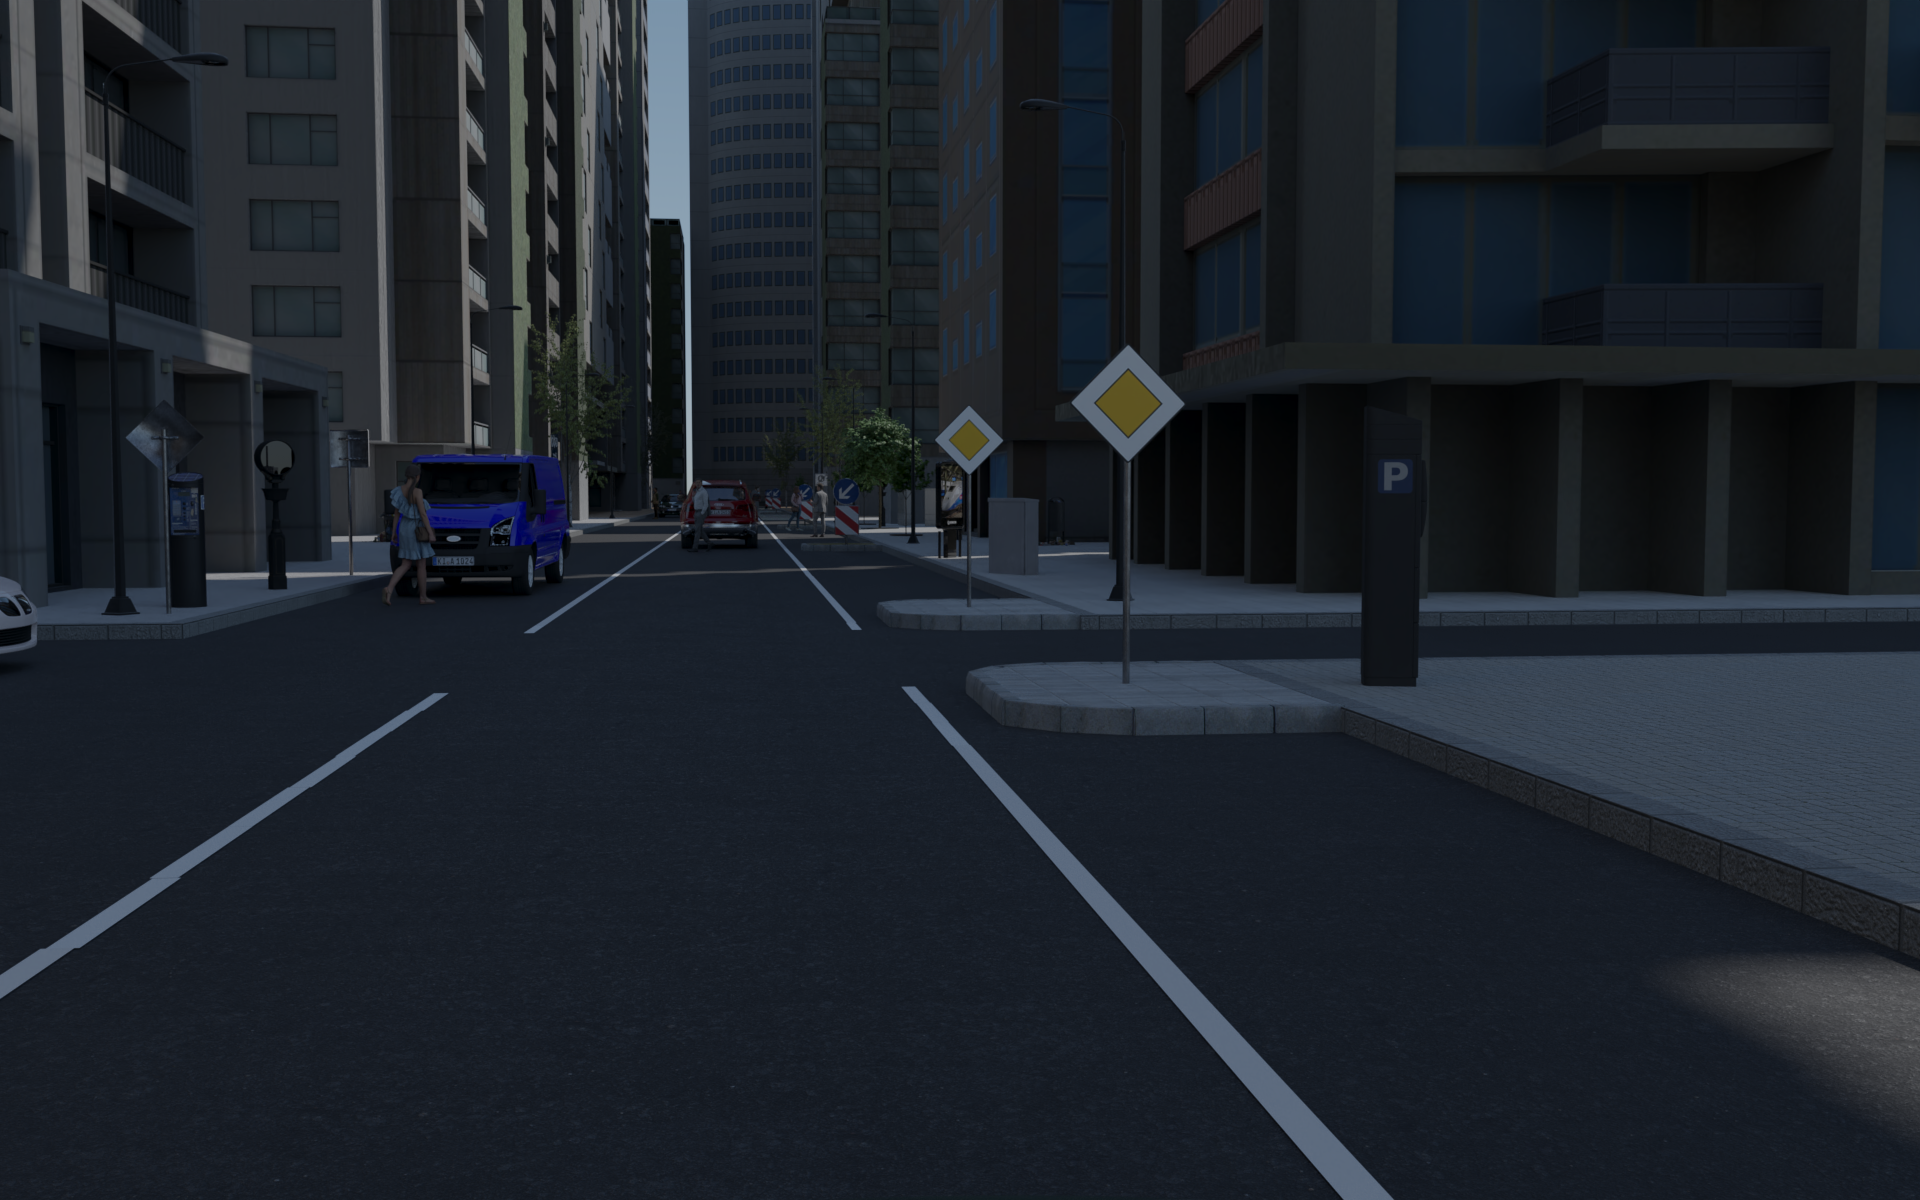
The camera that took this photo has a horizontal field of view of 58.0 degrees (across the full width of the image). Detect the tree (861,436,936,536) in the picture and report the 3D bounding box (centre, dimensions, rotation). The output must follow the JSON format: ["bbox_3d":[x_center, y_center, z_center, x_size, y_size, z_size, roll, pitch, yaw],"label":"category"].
[{"bbox_3d":[-1.741,-3.572,53.005,1.663,3.219,1.824,0,3,0],"label":"tree"}]

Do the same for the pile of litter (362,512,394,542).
[{"bbox_3d":[-15.140,-1.983,46.387,1.719,0.858,1.176,1,4,23],"label":"pile of litter"}]

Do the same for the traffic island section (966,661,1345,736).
[{"bbox_3d":[1.143,0.645,11.743,2.009,0.180,2.903,0,4,-7],"label":"traffic island section"}]

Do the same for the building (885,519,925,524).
[{"bbox_3d":[3.125,-18.916,80.977,14.160,30.474,14.107,0,4,-7],"label":"building"}]

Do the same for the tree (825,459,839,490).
[{"bbox_3d":[-5.156,-5.246,80.367,1.663,3.219,1.824,0,3,0],"label":"tree"}]

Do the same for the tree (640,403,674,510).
[{"bbox_3d":[-25.043,-11.520,138.706,4.360,8.622,3.978,0,3,0],"label":"tree"}]

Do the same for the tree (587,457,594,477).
[{"bbox_3d":[-21.013,-6.573,91.186,4.285,4.588,4.351,0,3,0],"label":"tree"}]

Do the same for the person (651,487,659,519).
[{"bbox_3d":[-17.548,-5.573,99.718,0.705,1.812,1.348,-1,4,-23],"label":"person"}]

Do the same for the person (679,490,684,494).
[{"bbox_3d":[-22.569,-8.057,140.674,0.683,1.767,0.568,-1,4,-17],"label":"person"}]

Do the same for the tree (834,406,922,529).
[{"bbox_3d":[-3.061,-4.923,64.213,4.285,4.588,4.351,0,3,0],"label":"tree"}]

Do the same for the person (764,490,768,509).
[{"bbox_3d":[-17.886,-9.287,160.297,0.705,1.831,1.348,1,4,13],"label":"person"}]

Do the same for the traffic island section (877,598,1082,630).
[{"bbox_3d":[0.122,0.160,19.663,2.009,0.180,2.903,0,4,-7],"label":"traffic island section"}]

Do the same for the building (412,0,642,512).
[{"bbox_3d":[-31.030,-27.106,126.772,14.154,41.232,14.086,0,4,-7],"label":"building"}]

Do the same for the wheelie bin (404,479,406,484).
[{"bbox_3d":[-11.833,-1.815,37.582,0.693,1.594,0.980,2,4,27],"label":"wheelie bin"}]

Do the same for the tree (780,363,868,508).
[{"bbox_3d":[-7.078,-8.943,96.576,4.737,8.622,4.395,0,3,0],"label":"tree"}]

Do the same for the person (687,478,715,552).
[{"bbox_3d":[-6.440,-2.098,42.897,0.850,1.850,0.679,-3,5,-40],"label":"person"}]

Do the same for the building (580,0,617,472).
[{"bbox_3d":[-35.450,-31.509,104.410,28.713,52.752,27.495,0,4,-7],"label":"building"}]

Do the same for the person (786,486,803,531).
[{"bbox_3d":[-6.458,-3.578,67.586,0.643,1.750,0.593,1,4,22],"label":"person"}]

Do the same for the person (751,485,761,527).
[{"bbox_3d":[-8.862,-4.105,75.422,0.447,1.846,0.655,-2,4,-26],"label":"person"}]

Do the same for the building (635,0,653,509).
[{"bbox_3d":[-41.981,-37.412,153.687,28.212,58.520,21.231,0,4,-7],"label":"building"}]

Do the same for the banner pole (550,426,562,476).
[{"bbox_3d":[-14.816,-4.510,63.762,0.401,3.779,0.863,1,4,23],"label":"banner pole"}]

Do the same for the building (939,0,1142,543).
[{"bbox_3d":[7.036,-24.568,51.793,14.600,45.320,14.200,0,4,-7],"label":"building"}]

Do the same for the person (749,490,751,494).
[{"bbox_3d":[-17.639,-8.380,146.068,0.434,1.755,0.990,2,4,34],"label":"person"}]

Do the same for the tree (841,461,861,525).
[{"bbox_3d":[-4.038,-4.755,72.348,1.663,3.219,1.824,0,3,0],"label":"tree"}]

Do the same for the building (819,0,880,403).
[{"bbox_3d":[3.635,-32.985,128.541,28.713,52.752,27.495,0,4,-7],"label":"building"}]

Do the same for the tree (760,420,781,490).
[{"bbox_3d":[-16.641,-13.030,163.395,4.737,8.622,4.395,0,3,0],"label":"tree"}]

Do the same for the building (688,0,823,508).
[{"bbox_3d":[-15.157,-39.554,188.712,28.212,58.520,21.231,0,4,-7],"label":"building"}]

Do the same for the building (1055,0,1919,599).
[{"bbox_3d":[16.641,-23.014,30.906,28.867,44.769,22.147,0,4,-7],"label":"building"}]

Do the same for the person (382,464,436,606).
[{"bbox_3d":[-7.031,-0.834,22.224,0.616,1.811,0.778,2,4,33],"label":"person"}]

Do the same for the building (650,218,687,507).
[{"bbox_3d":[-36.043,-25.133,182.623,14.107,30.474,14.160,0,4,-7],"label":"building"}]

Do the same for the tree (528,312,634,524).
[{"bbox_3d":[-15.711,-7.333,70.259,4.737,8.622,4.395,0,3,0],"label":"tree"}]

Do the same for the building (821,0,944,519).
[{"bbox_3d":[-1.631,-20.544,107.602,14.160,30.474,14.107,0,4,-7],"label":"building"}]

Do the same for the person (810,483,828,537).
[{"bbox_3d":[-4.727,-2.997,57.701,0.583,1.804,0.606,2,4,34],"label":"person"}]

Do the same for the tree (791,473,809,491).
[{"bbox_3d":[-14.561,-9.929,156.933,1.663,3.219,1.824,0,3,0],"label":"tree"}]
